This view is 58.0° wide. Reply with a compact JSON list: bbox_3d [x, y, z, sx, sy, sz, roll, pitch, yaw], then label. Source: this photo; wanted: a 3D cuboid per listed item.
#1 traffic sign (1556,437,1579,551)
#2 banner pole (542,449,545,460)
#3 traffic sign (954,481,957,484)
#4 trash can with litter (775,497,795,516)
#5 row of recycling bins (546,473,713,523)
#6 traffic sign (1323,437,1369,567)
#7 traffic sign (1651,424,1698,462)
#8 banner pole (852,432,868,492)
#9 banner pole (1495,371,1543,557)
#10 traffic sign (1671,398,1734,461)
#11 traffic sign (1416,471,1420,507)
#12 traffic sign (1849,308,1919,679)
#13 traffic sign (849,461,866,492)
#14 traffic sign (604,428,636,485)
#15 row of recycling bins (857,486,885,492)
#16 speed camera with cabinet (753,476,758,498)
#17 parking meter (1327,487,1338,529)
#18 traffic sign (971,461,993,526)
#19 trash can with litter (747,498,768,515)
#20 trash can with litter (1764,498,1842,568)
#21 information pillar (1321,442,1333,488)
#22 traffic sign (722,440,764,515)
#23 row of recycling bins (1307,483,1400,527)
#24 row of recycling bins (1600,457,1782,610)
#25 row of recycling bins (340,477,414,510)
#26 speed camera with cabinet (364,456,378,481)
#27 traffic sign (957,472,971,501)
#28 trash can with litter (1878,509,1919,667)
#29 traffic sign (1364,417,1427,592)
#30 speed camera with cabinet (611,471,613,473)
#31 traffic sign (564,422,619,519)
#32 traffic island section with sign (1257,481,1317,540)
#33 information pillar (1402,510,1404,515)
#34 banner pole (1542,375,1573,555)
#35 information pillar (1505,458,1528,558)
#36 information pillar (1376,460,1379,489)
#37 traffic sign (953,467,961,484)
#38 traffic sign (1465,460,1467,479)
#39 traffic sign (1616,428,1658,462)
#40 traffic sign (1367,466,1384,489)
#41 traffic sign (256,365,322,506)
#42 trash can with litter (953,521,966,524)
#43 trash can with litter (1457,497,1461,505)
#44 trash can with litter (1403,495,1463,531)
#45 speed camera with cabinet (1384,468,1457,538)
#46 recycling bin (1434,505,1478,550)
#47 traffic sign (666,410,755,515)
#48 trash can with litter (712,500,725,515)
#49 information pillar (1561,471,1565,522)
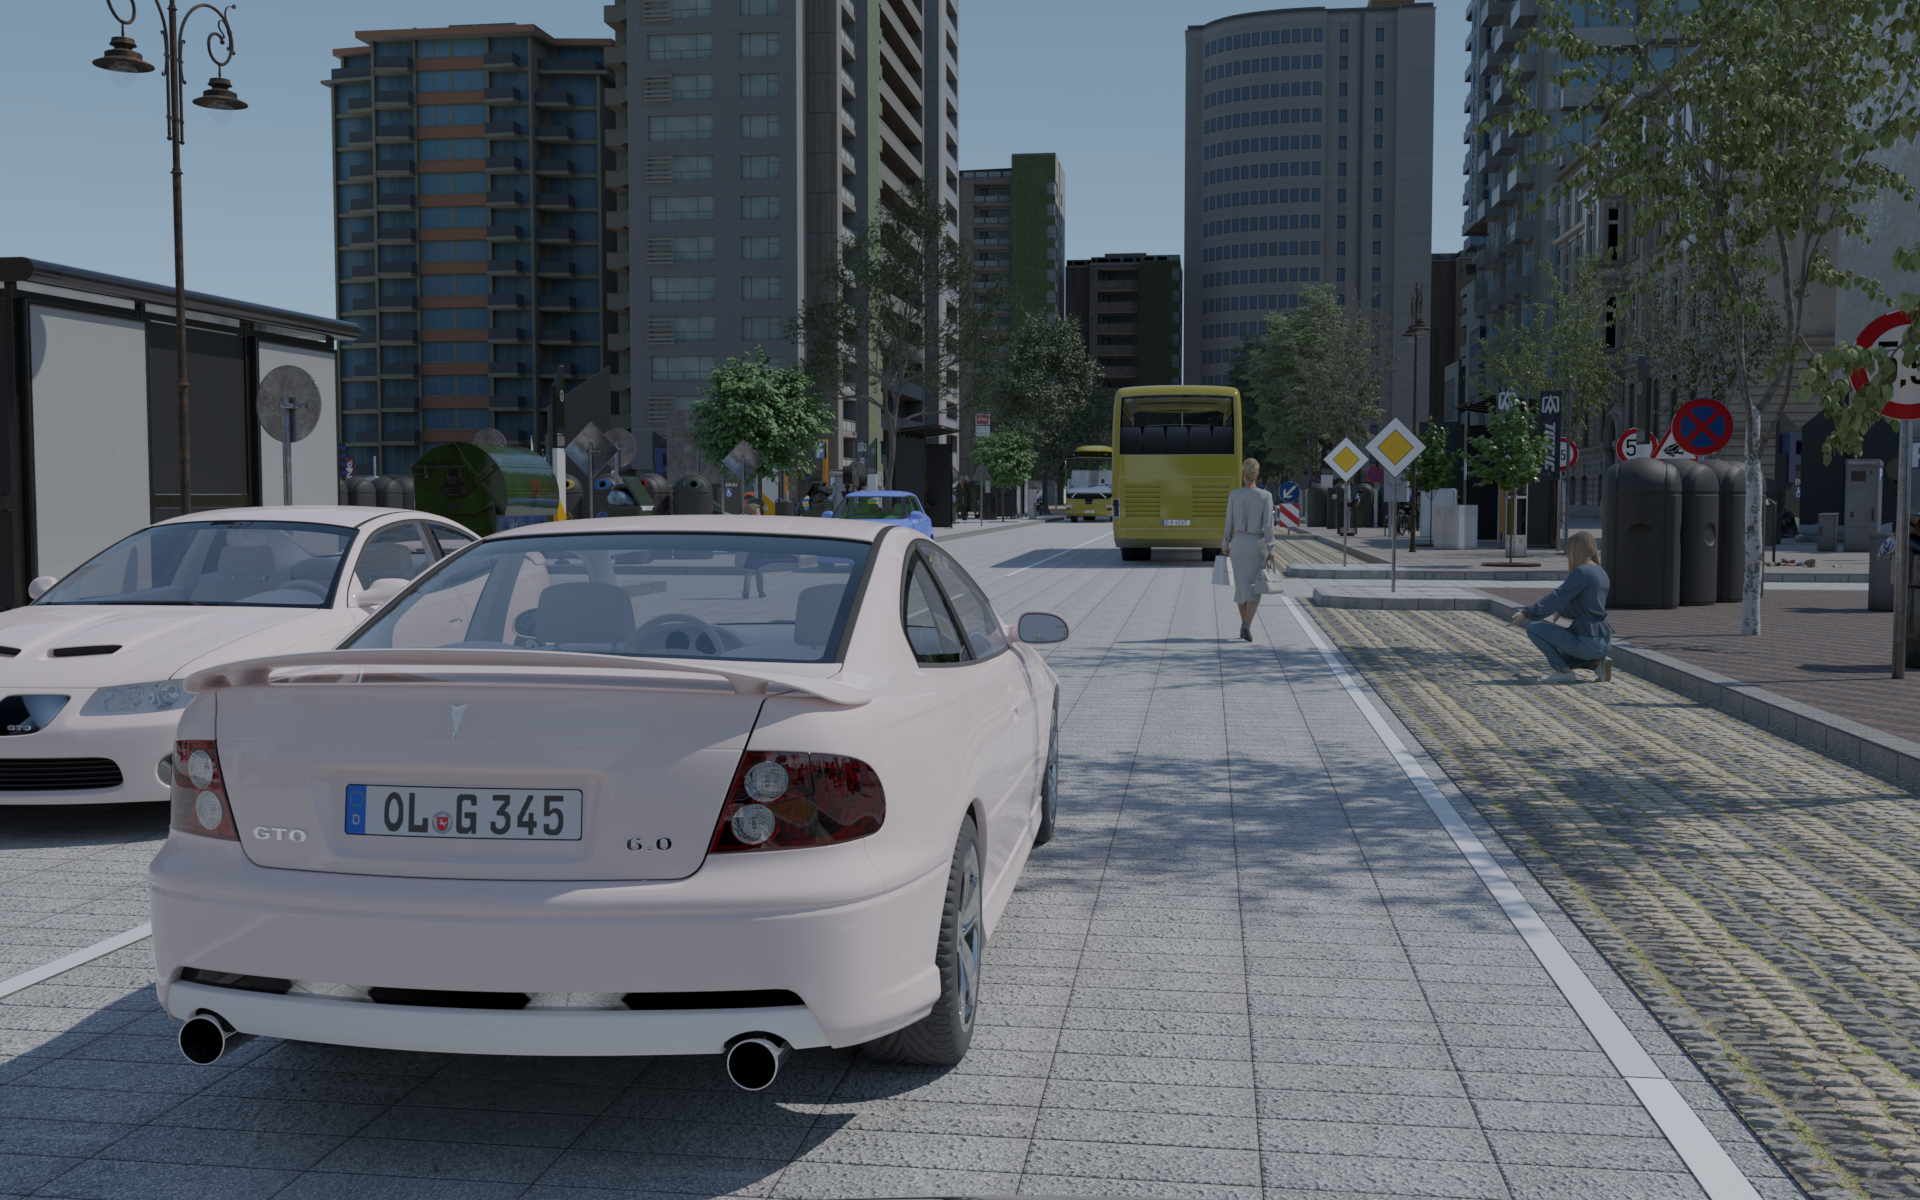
[{"bbox_3d":[13.402,-2.362,38.726,0.768,2.556,0.104,1,4,11],"label":"traffic sign"},{"bbox_3d":[-23.186,-6.521,96.627,0.401,3.779,0.863,0,4,4],"label":"banner pole"},{"bbox_3d":[-0.484,-5.755,94.202,0.768,2.556,0.104,1,4,9],"label":"traffic sign"},{"bbox_3d":[-11.639,-5.977,108.782,2.233,1.210,1.678,0,4,4],"label":"trash can with litter"},{"bbox_3d":[-6.621,-1.677,34.534,3.534,1.692,1.069,1,4,10],"label":"row of recycling bins"},{"bbox_3d":[6.776,-1.640,30.451,0.795,2.450,0.064,0,4,8],"label":"traffic sign"},{"bbox_3d":[12.185,-1.808,29.560,0.884,2.594,0.081,1,4,8],"label":"traffic sign"},{"bbox_3d":[-4.085,-4.890,69.966,0.863,3.779,0.401,2,4,28],"label":"banner pole"},{"bbox_3d":[11.331,-2.777,35.415,0.863,3.779,0.401,0,4,-1],"label":"banner pole"},{"bbox_3d":[9.826,-1.399,22.986,0.768,2.556,0.104,1,4,17],"label":"traffic sign"},{"bbox_3d":[18.334,-4.234,69.227,0.884,2.594,0.081,1,4,9],"label":"traffic sign"},{"bbox_3d":[6.520,-0.725,11.960,0.768,2.556,0.104,1,4,18],"label":"traffic sign"},{"bbox_3d":[-3.983,-4.062,66.519,0.768,2.556,0.104,1,4,16],"label":"traffic sign"},{"bbox_3d":[-6.612,-2.036,33.401,0.768,2.556,0.104,1,4,14],"label":"traffic sign"},{"bbox_3d":[-4.387,-4.772,85.138,1.069,1.692,3.534,1,4,13],"label":"row of recycling bins"},{"bbox_3d":[-8.122,-4.729,71.652,0.660,3.252,2.038,-1,4,-13],"label":"speed camera with cabinet"},{"bbox_3d":[13.578,-3.350,63.183,0.372,1.533,0.369,0,3,0],"label":"parking meter"},{"bbox_3d":[0.857,-4.203,68.719,0.884,2.594,0.081,1,4,14],"label":"traffic sign"},{"bbox_3d":[-6.010,-2.433,51.174,0.624,1.170,1.055,0,4,-2],"label":"trash can with litter"},{"bbox_3d":[14.594,-1.215,30.930,1.678,1.210,2.233,-2,4,-26],"label":"trash can with litter"},{"bbox_3d":[15.817,-5.095,74.652,0.504,3.616,0.183,1,4,22],"label":"information pillar"},{"bbox_3d":[-4.007,-1.734,31.998,0.795,2.450,0.064,0,4,8],"label":"traffic sign"},{"bbox_3d":[15.276,-3.681,67.303,3.534,1.692,1.069,1,4,16],"label":"row of recycling bins"},{"bbox_3d":[8.649,-0.819,20.511,1.069,1.692,3.534,3,5,43],"label":"row of recycling bins"},{"bbox_3d":[-14.174,-2.108,41.579,1.069,1.692,3.534,1,4,21],"label":"row of recycling bins"},{"bbox_3d":[-30.635,-5.944,91.513,0.660,3.252,2.038,1,4,17],"label":"speed camera with cabinet"},{"bbox_3d":[0.190,-5.457,90.405,0.795,2.450,0.064,1,4,12],"label":"traffic sign"},{"bbox_3d":[7.437,-0.088,12.828,1.055,1.170,0.624,0,4,2],"label":"trash can with litter"},{"bbox_3d":[5.652,-1.156,22.545,0.795,2.450,0.064,0,4,8],"label":"traffic sign"},{"bbox_3d":[-14.202,-4.360,65.627,2.038,3.252,0.660,0,4,5],"label":"speed camera with cabinet"},{"bbox_3d":[-5.131,-1.251,24.093,0.795,2.450,0.064,0,4,8],"label":"traffic sign"},{"bbox_3d":[10.288,-2.829,54.876,1.989,1.847,2.006,0,4,8],"label":"traffic island section with sign"},{"bbox_3d":[26.302,-5.987,102.386,0.304,2.012,0.304,-1,4,-14],"label":"information pillar"},{"bbox_3d":[12.683,-2.861,36.798,0.863,3.779,0.401,3,4,38],"label":"banner pole"},{"bbox_3d":[11.203,-1.857,34.849,0.304,2.012,0.304,-1,4,-20],"label":"information pillar"},{"bbox_3d":[19.296,-5.428,80.103,0.183,3.616,0.504,0,4,3],"label":"information pillar"},{"bbox_3d":[-0.329,-4.167,69.318,0.795,2.450,0.064,1,4,17],"label":"traffic sign"},{"bbox_3d":[15.101,-2.978,50.824,0.606,2.300,0.079,1,4,15],"label":"traffic sign"},{"bbox_3d":[12.964,-2.026,33.231,0.768,2.556,0.104,1,4,11],"label":"traffic sign"},{"bbox_3d":[19.117,-4.873,79.771,0.768,2.556,0.104,1,4,13],"label":"traffic sign"},{"bbox_3d":[-6.646,-1.041,17.125,0.768,2.556,0.104,1,4,18],"label":"traffic sign"},{"bbox_3d":[-0.574,-3.869,74.309,1.678,1.210,2.233,0,4,-2],"label":"trash can with litter"},{"bbox_3d":[19.029,-3.390,66.812,0.624,1.170,1.055,1,4,21],"label":"trash can with litter"},{"bbox_3d":[16.139,-3.031,60.618,1.678,1.210,2.233,-1,4,-22],"label":"trash can with litter"},{"bbox_3d":[13.576,-3.468,51.033,2.038,3.252,0.660,1,4,22],"label":"speed camera with cabinet"},{"bbox_3d":[11.467,-1.683,40.066,0.722,1.027,0.722,-2,4,-34],"label":"recycling bin"},{"bbox_3d":[-6.000,-2.920,41.619,2.265,3.308,0.079,1,4,15],"label":"traffic sign"},{"bbox_3d":[-6.023,-1.968,43.558,1.055,1.170,0.624,2,4,33],"label":"trash can with litter"},{"bbox_3d":[27.991,-5.441,80.309,0.183,3.616,0.504,2,4,25],"label":"information pillar"}]
